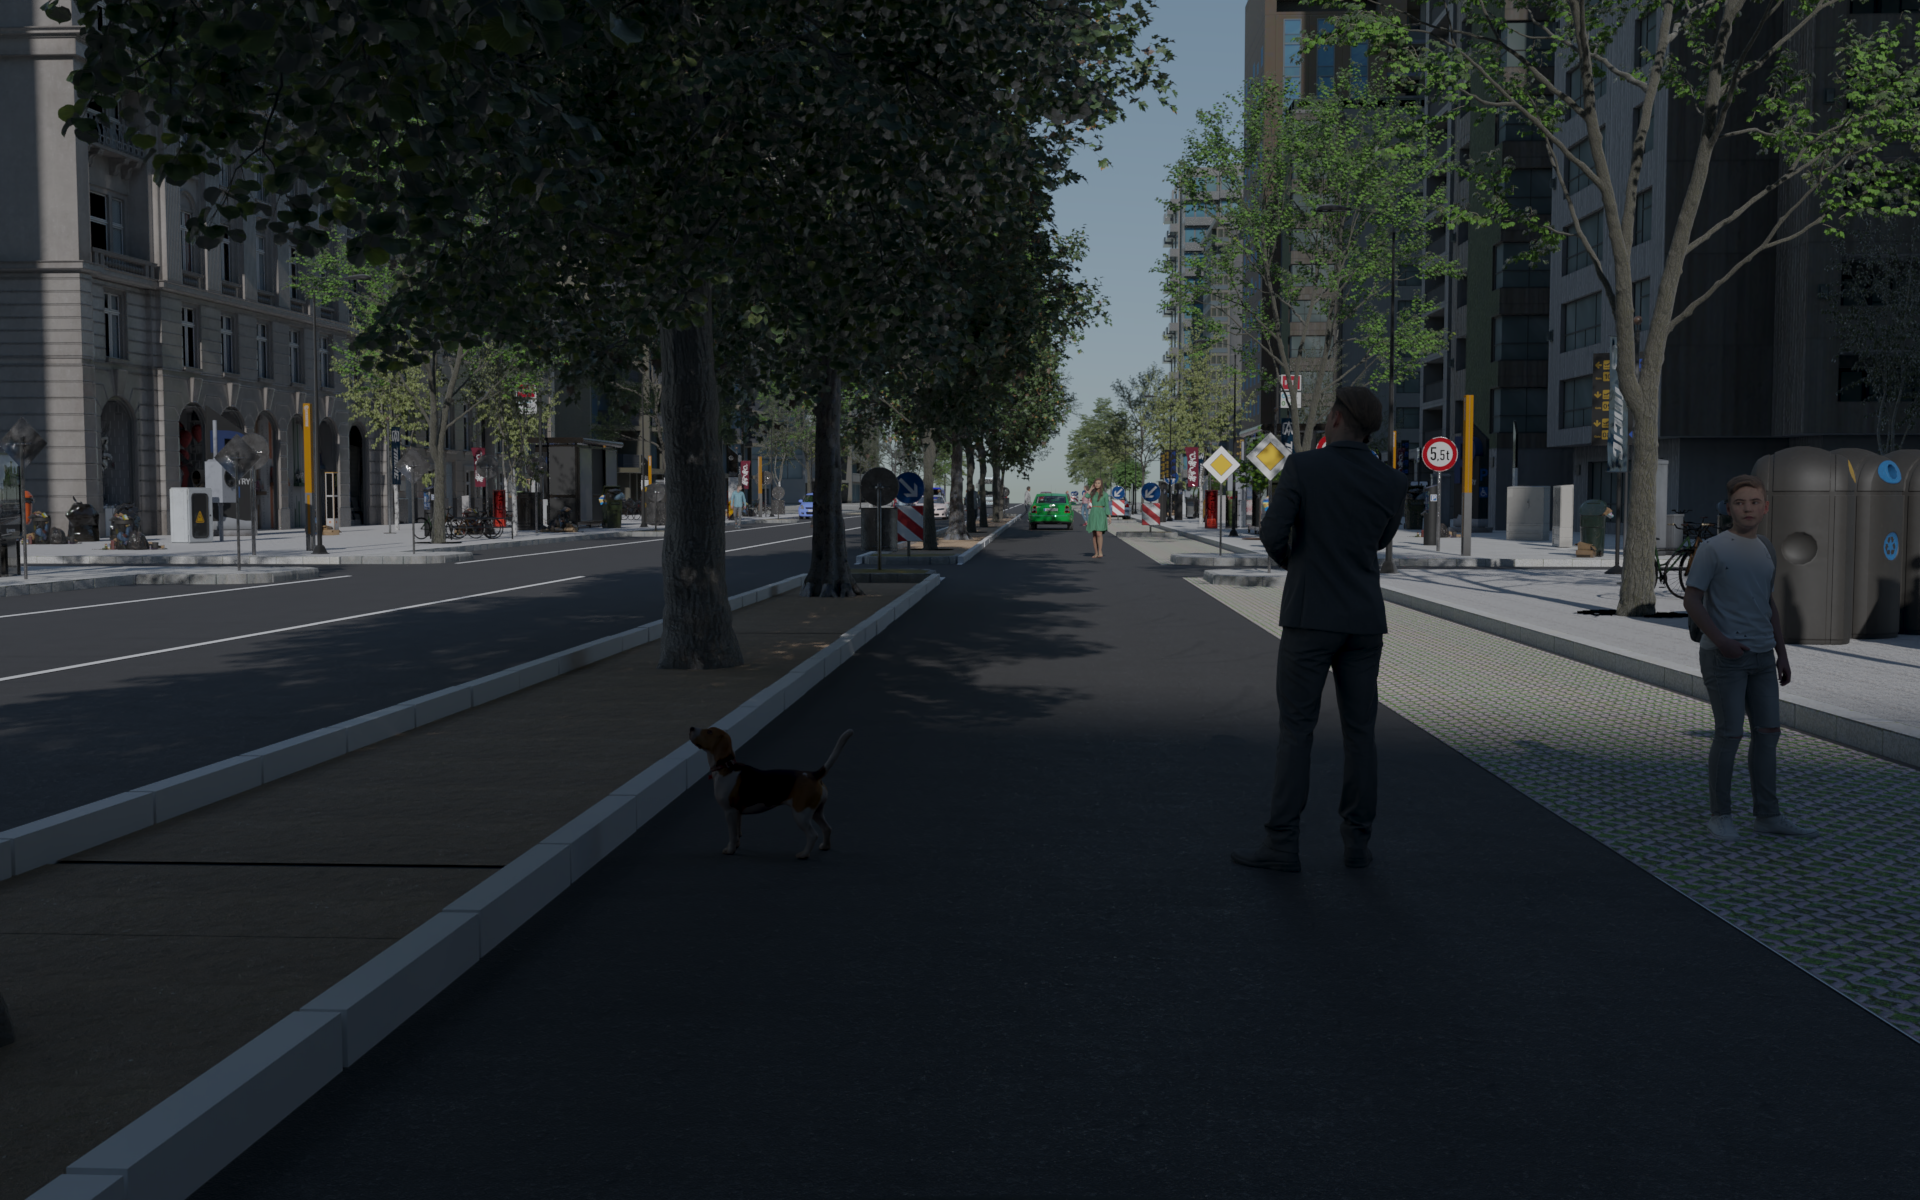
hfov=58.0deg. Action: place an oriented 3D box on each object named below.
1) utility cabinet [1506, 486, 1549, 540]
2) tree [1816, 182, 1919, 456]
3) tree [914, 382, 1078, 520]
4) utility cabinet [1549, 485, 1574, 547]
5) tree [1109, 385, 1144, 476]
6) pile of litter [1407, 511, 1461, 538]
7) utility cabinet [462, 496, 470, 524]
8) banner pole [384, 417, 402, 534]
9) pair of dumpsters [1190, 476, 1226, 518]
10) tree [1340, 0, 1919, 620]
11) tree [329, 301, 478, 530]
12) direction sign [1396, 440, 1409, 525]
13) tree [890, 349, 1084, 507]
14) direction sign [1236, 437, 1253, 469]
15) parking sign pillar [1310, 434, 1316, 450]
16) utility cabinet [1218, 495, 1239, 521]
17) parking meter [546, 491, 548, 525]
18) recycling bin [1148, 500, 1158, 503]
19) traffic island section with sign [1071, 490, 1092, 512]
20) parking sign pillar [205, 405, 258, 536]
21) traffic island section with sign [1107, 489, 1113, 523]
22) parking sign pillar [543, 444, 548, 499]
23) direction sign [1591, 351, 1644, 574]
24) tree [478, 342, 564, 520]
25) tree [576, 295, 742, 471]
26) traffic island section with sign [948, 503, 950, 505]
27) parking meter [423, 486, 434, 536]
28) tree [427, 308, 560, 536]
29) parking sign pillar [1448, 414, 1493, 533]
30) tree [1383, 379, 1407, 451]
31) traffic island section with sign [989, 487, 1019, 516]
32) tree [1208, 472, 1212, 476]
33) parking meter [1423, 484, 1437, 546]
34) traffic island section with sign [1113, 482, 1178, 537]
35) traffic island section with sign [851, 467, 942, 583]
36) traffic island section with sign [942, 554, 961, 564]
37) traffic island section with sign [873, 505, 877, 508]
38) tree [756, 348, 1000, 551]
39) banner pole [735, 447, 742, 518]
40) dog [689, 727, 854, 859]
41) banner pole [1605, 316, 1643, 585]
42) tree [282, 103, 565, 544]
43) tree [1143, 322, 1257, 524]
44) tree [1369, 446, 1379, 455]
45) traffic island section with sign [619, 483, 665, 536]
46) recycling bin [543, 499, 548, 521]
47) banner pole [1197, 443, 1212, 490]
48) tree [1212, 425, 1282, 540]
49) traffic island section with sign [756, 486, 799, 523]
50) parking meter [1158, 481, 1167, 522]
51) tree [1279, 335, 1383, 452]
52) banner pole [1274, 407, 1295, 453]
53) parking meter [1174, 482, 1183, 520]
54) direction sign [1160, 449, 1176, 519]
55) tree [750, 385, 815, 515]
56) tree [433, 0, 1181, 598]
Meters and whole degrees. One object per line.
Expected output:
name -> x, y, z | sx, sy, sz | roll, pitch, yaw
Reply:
utility cabinet -> 15.614, -2.382, 47.620 | 0.318, 1.500, 1.173 | -3, 4, -37
tree -> 22.565, -5.574, 41.489 | 4.360, 8.622, 3.978 | 0, 3, 0
tree -> 2.215, -9.697, 95.409 | 8.767, 10.594, 7.601 | 0, 4, 3
utility cabinet -> 14.530, -2.025, 41.786 | 0.318, 1.500, 1.173 | 1, 4, 11
tree -> 11.921, -9.096, 99.079 | 4.737, 8.622, 4.395 | 0, 3, 0
pile of litter -> 14.100, -2.288, 51.366 | 1.176, 0.858, 1.719 | -2, 4, -26
utility cabinet -> -20.992, -3.816, 73.549 | 0.306, 1.237, 1.020 | -1, 4, -14
banner pole -> -18.452, -4.060, 56.402 | 0.401, 3.779, 0.863 | 1, 4, 18
pair of dumpsters -> 13.352, -5.553, 93.282 | 1.574, 2.255, 4.437 | 0, 4, 3
tree -> 7.056, -5.626, 17.733 | 9.928, 11.665, 9.643 | 0, 3, 0
tree -> -19.914, -6.762, 60.922 | 4.737, 8.622, 4.395 | 0, 3, 0
direction sign -> 18.381, -4.929, 72.590 | 0.876, 3.537, 0.379 | -1, 4, -10
tree -> 2.322, -11.785, 105.512 | 12.009, 13.543, 11.850 | 0, 3, 0
direction sign -> 11.299, -4.665, 68.264 | 0.876, 3.537, 0.379 | 1, 4, 12
parking sign pillar -> 15.349, -5.465, 77.832 | 1.447, 3.967, 1.447 | 1, 4, 21
utility cabinet -> 13.010, -4.454, 83.983 | 1.020, 1.237, 0.306 | 1, 4, 22
parking meter -> -16.993, -3.887, 71.966 | 0.372, 1.533, 0.369 | 0, 3, 0
recycling bin -> 11.464, -5.441, 101.516 | 0.722, 1.027, 0.722 | 1, 4, 21
traffic island section with sign -> 11.658, -9.438, 162.938 | 1.989, 1.847, 2.006 | 0, 4, 3
parking sign pillar -> -22.376, -3.955, 53.137 | 1.447, 3.967, 1.447 | 3, 5, 44
traffic island section with sign -> 7.647, -4.683, 85.194 | 1.989, 1.847, 2.006 | 0, 4, 3
parking sign pillar -> -21.204, -6.259, 90.813 | 1.447, 3.967, 1.447 | 3, 4, 38
direction sign -> 10.557, -2.185, 27.727 | 0.876, 3.537, 0.379 | 2, 4, 32
tree -> -20.518, -7.867, 78.994 | 4.737, 8.622, 4.395 | 0, 3, 0
tree -> -12.822, -8.610, 75.184 | 7.601, 10.594, 8.767 | 2, 4, 34
traffic island section with sign -> -0.922, -14.513, 245.911 | 1.989, 1.847, 2.006 | 0, 4, 3
parking meter -> -16.083, -2.702, 52.581 | 0.372, 1.533, 0.369 | 0, 3, 0
tree -> -13.709, -6.251, 52.561 | 4.360, 8.622, 3.978 | 0, 3, 0
parking sign pillar -> 17.077, -4.243, 57.839 | 1.447, 3.967, 1.447 | -1, 4, -22
tree -> 25.095, -9.559, 106.657 | 4.360, 8.622, 3.978 | 0, 3, 0
traffic island section with sign -> 2.845, -6.298, 111.110 | 2.006, 1.907, 1.989 | 0, 4, 3
tree -> 15.512, -6.904, 107.484 | 1.663, 3.219, 1.824 | 0, 3, 0
parking meter -> 11.770, -2.130, 43.234 | 0.372, 1.533, 0.369 | 0, 3, 0
traffic island section with sign -> 6.254, -3.028, 58.130 | 1.989, 1.847, 2.006 | 0, 4, 3
traffic island section with sign -> -1.401, -1.256, 28.673 | 2.006, 1.907, 1.989 | 0, 4, 3
traffic island section with sign -> -1.010, -1.708, 36.070 | 2.006, 1.907, 1.989 | 0, 4, 3
traffic island section with sign -> -6.550, -7.826, 136.578 | 1.989, 1.847, 2.006 | 0, 4, 3
tree -> -0.864, -7.064, 43.704 | 9.928, 11.665, 9.643 | 0, 3, 0
banner pole -> -11.798, -6.258, 92.339 | 0.401, 3.779, 0.863 | 1, 4, 17
dog -> -0.754, 0.758, 6.890 | 0.540, 0.507, 0.406 | -2, 4, -33
banner pole -> 9.325, -2.097, 24.295 | 0.863, 3.779, 0.401 | -2, 4, -34
tree -> -13.400, -7.255, 44.371 | 9.928, 11.665, 9.643 | 0, 3, 0
tree -> 10.364, -7.544, 73.706 | 4.737, 8.622, 4.395 | 0, 3, 0
tree -> 14.670, -4.184, 63.002 | 1.663, 3.219, 1.824 | 0, 3, 0
traffic island section with sign -> -10.521, -3.113, 59.522 | 1.989, 1.847, 2.006 | 0, 4, 3
recycling bin -> -19.498, -4.284, 82.589 | 0.722, 1.027, 0.722 | 3, 4, 37
banner pole -> 12.003, -5.788, 84.651 | 0.863, 3.779, 0.401 | 0, 4, 3
tree -> 8.282, -3.296, 48.495 | 1.663, 3.219, 1.824 | 0, 3, 0
traffic island section with sign -> -9.113, -4.778, 86.756 | 1.989, 1.847, 2.006 | 0, 4, 3
parking meter -> 9.148, -4.440, 78.312 | 0.255, 1.863, 0.399 | 2, 4, 32
tree -> 16.919, -7.991, 81.019 | 4.360, 8.622, 3.978 | 0, 3, 0
banner pole -> 9.332, -3.671, 50.034 | 0.863, 3.779, 0.401 | 2, 4, 24
parking meter -> 10.707, -4.844, 84.918 | 0.399, 1.863, 0.255 | -2, 4, -32
direction sign -> 10.677, -5.871, 87.981 | 0.379, 3.537, 0.876 | -2, 4, -33
tree -> -10.963, -9.489, 105.500 | 4.360, 8.622, 3.978 | 0, 3, 0
tree -> -1.836, -6.381, 23.797 | 9.611, 12.733, 9.660 | 0, 3, 0
